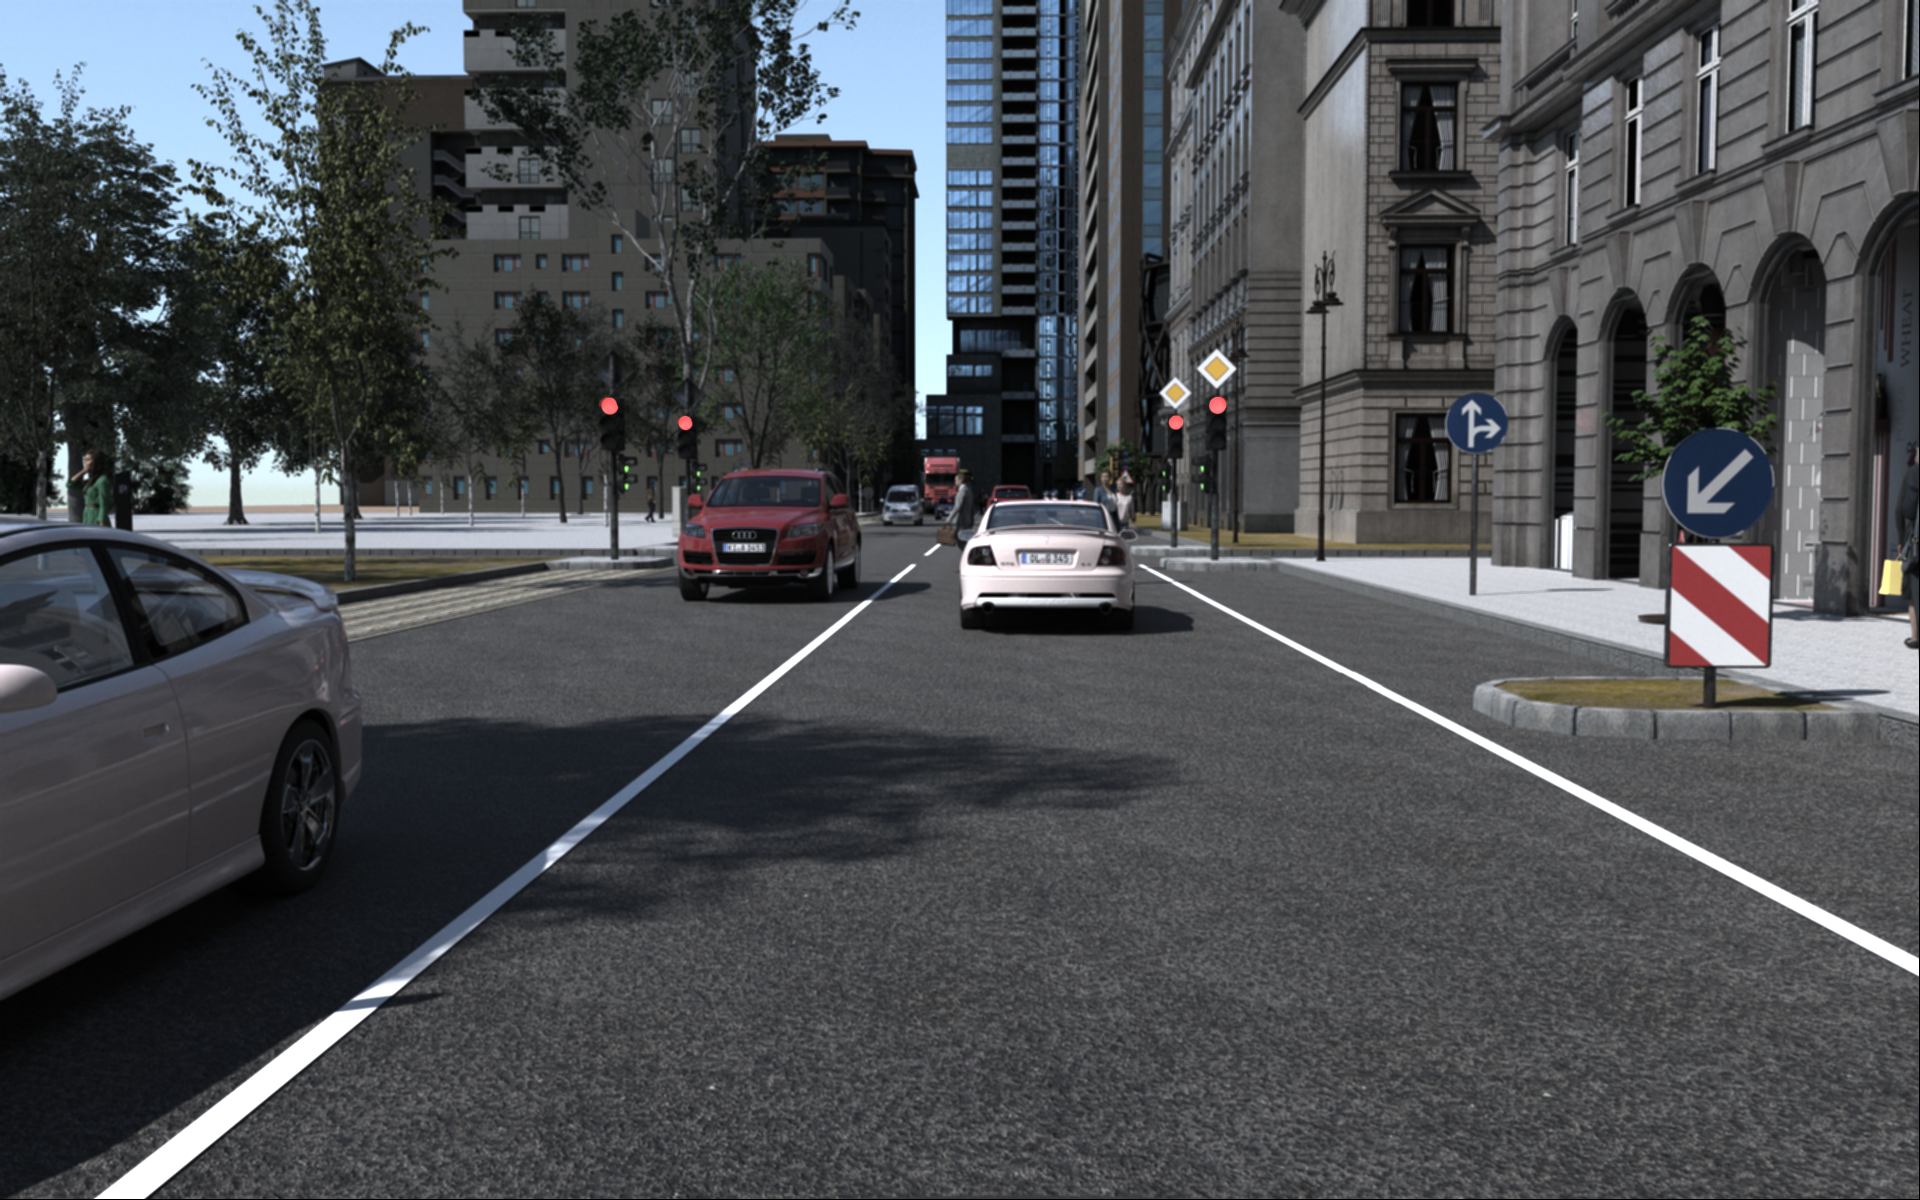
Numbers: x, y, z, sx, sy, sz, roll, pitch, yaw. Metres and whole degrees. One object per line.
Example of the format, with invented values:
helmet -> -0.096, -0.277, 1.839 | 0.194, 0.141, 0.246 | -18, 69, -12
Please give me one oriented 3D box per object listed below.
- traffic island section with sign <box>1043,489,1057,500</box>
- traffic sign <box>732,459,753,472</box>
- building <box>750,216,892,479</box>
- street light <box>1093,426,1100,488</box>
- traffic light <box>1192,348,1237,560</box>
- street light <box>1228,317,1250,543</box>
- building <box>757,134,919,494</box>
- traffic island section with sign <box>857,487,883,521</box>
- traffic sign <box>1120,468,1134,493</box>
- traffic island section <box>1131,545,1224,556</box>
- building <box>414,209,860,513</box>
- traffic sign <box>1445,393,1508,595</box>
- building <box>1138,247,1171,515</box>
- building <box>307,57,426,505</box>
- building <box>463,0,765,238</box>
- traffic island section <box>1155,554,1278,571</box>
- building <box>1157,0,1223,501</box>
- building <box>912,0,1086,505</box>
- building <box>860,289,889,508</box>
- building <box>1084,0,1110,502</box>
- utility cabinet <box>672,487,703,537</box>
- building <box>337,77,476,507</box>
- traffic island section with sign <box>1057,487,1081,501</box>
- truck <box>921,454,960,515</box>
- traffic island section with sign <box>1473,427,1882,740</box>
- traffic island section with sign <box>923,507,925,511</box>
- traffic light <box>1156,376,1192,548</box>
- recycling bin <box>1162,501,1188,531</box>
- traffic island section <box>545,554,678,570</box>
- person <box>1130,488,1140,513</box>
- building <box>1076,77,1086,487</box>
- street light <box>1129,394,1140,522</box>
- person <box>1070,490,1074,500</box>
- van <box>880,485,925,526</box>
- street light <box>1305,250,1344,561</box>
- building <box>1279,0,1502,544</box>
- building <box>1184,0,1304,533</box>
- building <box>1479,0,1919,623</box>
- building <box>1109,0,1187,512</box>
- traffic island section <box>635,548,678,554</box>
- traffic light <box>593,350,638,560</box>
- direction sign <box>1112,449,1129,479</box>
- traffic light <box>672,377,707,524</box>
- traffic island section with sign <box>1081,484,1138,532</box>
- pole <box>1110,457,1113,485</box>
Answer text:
traffic island section with sign -> 8.352, -9.888, 170.297 | 1.989, 1.847, 2.006 | 0, 4, 1
traffic sign -> -7.852, -3.816, 62.490 | 0.768, 2.556, 0.104 | 0, 4, 6
building -> -14.383, -25.218, 184.008 | 14.107, 30.474, 14.160 | 0, 4, 1
street light -> 9.040, -8.724, 115.419 | 0.468, 5.910, 1.993 | 0, 4, 1
traffic light -> 4.922, -2.726, 33.486 | 0.839, 4.253, 0.868 | 0, 4, 1
street light -> 7.245, -4.439, 45.367 | 0.468, 5.910, 1.993 | 0, 4, 1
building -> -19.778, -34.192, 213.658 | 28.867, 44.769, 22.147 | 0, 4, 1
traffic island section with sign -> -4.962, -5.230, 94.143 | 1.989, 1.847, 2.006 | 0, 4, 1
traffic sign -> 8.268, -5.293, 86.551 | 0.884, 2.594, 0.081 | 1, 4, 10
traffic island section -> 5.160, -1.180, 41.582 | 2.009, 0.180, 2.903 | 0, 4, 1
building -> -22.827, -17.548, 131.947 | 27.650, 21.520, 28.899 | 0, 4, 1
traffic sign -> 6.505, -1.332, 21.885 | 0.768, 2.556, 0.104 | 1, 4, 8
building -> 19.506, -14.709, 107.942 | 16.820, 18.784, 16.811 | 0, 4, 1
building -> -62.286, -38.461, 218.074 | 27.495, 52.752, 28.713 | 0, 4, 1
building -> -35.399, -35.897, 176.158 | 27.495, 52.752, 28.713 | 0, 4, 1
traffic island section -> 4.962, -0.692, 33.599 | 2.009, 0.180, 2.903 | 0, 4, 1
building -> 17.244, -18.197, 83.418 | 13.634, 28.700, 20.117 | 0, 4, 1
building -> 10.149, -54.989, 211.747 | 31.000, 86.520, 22.319 | 0, 4, 1
building -> -21.383, -19.318, 160.894 | 27.650, 21.520, 28.899 | 0, 4, 1
building -> 21.502, -31.789, 143.458 | 21.300, 48.544, 21.600 | 0, 4, 1
utility cabinet -> -8.083, -2.618, 51.488 | 0.318, 1.500, 1.173 | 2, 4, 26
building -> -56.277, -32.658, 184.067 | 14.200, 45.320, 14.600 | 0, 4, 1
traffic island section with sign -> 6.467, -5.241, 94.314 | 1.989, 1.847, 2.006 | 0, 4, 1
truck -> -1.246, -8.249, 123.792 | 2.839, 4.237, 11.283 | 0, 4, 0
traffic island section with sign -> 4.407, -0.148, 11.053 | 1.989, 1.847, 2.006 | 0, 4, 1
traffic island section with sign -> -3.061, -9.913, 170.711 | 1.989, 1.847, 2.006 | 0, 4, 1
traffic light -> 5.120, -3.214, 41.469 | 0.839, 4.253, 0.868 | 0, 4, 1
recycling bin -> 7.517, -2.937, 60.571 | 0.722, 1.027, 0.722 | 2, 4, 29
traffic island section -> -6.776, -0.710, 33.893 | 2.009, 0.180, 2.903 | 0, 4, 1
person -> 12.006, -6.886, 118.610 | 1.348, 1.826, 0.705 | -2, 4, -33
building -> 19.698, -32.581, 182.815 | 14.600, 45.320, 14.200 | 0, 4, 1
street light -> 8.133, -6.587, 80.491 | 0.468, 5.910, 1.993 | 0, 4, 1
person -> 12.046, -10.999, 186.551 | 0.621, 1.740, 0.551 | -1, 4, -22
van -> -2.567, -4.360, 78.302 | 2.013, 2.044, 4.112 | 0, 4, 2
street light -> 6.930, -3.687, 33.073 | 0.468, 5.910, 1.993 | 0, 4, 1
building -> 19.349, -11.237, 48.355 | 19.286, 19.102, 10.561 | 0, 4, 1
building -> 14.165, -13.175, 64.567 | 9.793, 20.994, 18.267 | 0, 4, 1
building -> 15.175, -10.836, 18.971 | 13.314, 21.916, 24.055 | 0, 4, 1
building -> 18.122, -29.092, 125.768 | 14.600, 45.320, 14.200 | 0, 4, 1
traffic island section -> -6.578, -1.198, 41.876 | 2.009, 0.180, 2.903 | 0, 4, 1
traffic light -> -6.736, -2.742, 33.758 | 0.839, 4.253, 0.868 | 0, 4, 1
direction sign -> 8.105, -5.844, 87.538 | 0.876, 3.537, 0.379 | 2, 4, 30
traffic light -> -6.538, -3.231, 41.740 | 0.839, 4.253, 0.868 | 0, 4, 1
traffic island section with sign -> 5.783, -3.542, 66.537 | 1.989, 1.847, 2.006 | 0, 4, 1
pole -> 8.315, -6.192, 95.076 | 0.158, 3.312, 0.155 | 0, 3, 0
